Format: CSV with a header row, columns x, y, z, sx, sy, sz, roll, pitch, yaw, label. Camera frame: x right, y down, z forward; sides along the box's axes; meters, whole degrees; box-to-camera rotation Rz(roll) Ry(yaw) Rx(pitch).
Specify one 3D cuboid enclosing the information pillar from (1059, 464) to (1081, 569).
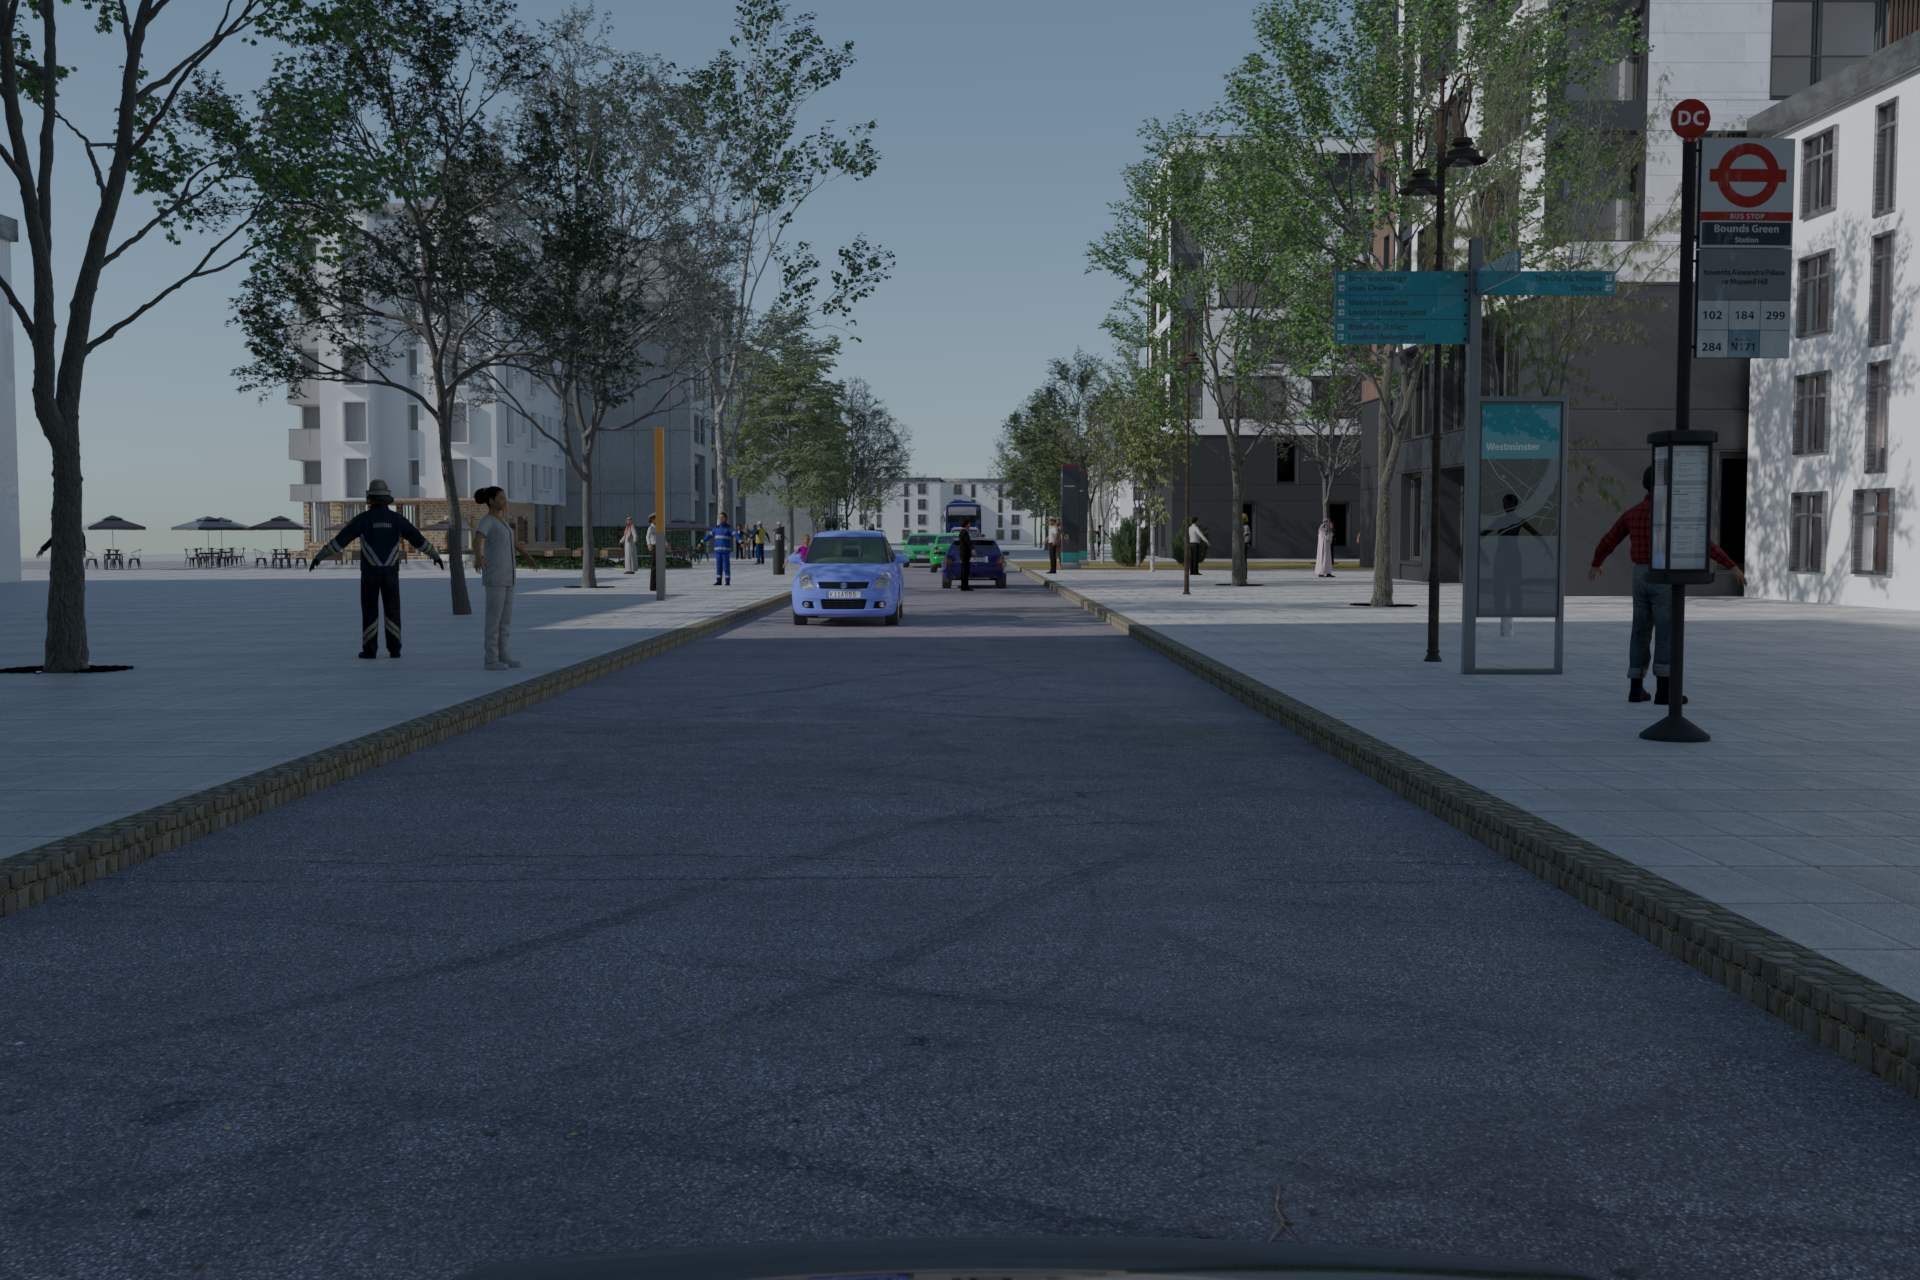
x,y,z,sx,sy,sz,roll,pitch,yaw,label
4.086,-4.576,64.201,0.750,3.857,0.750,0,4,-1,information pillar

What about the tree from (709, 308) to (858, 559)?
x,y,z,sx,sy,sz,roll,pitch,yaw,label
-8.832,-10.386,87.932,7.486,12.596,7.792,0,3,0,tree

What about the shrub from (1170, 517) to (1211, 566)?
x,y,z,sx,sy,sz,roll,pitch,yaw,label
9.188,-3.956,69.098,1.690,2.028,1.600,0,3,0,shrub

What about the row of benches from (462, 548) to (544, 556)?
x,y,z,sx,sy,sz,roll,pitch,yaw,label
-20.166,-3.701,75.967,4.104,0.672,1.422,-1,4,-13,row of benches

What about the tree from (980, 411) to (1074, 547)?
x,y,z,sx,sy,sz,roll,pitch,yaw,label
7.257,-15.677,166.681,12.009,13.543,11.850,0,3,0,tree

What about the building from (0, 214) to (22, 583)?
x,y,z,sx,sy,sz,roll,pitch,yaw,label
-25.901,-5.523,32.445,9.099,9.664,28.070,0,3,0,building

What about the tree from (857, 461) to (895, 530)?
x,y,z,sx,sy,sz,roll,pitch,yaw,label
-8.588,-13.206,166.272,4.737,8.622,4.395,0,3,0,tree

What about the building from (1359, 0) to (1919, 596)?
x,y,z,sx,sy,sz,roll,pitch,yaw,label
26.249,-12.677,51.243,27.936,21.610,32.646,0,3,0,building

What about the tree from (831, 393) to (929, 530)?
x,y,z,sx,sy,sz,roll,pitch,yaw,label
-8.336,-14.697,150.669,12.009,13.543,11.850,0,3,0,tree

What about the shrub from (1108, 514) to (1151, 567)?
x,y,z,sx,sy,sz,roll,pitch,yaw,label
6.685,-3.928,68.258,1.661,2.075,1.752,0,3,0,shrub

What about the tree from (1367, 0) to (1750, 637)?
x,y,z,sx,sy,sz,roll,pitch,yaw,label
6.762,-4.362,21.677,4.360,8.622,3.978,0,3,0,tree

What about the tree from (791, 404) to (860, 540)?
x,y,z,sx,sy,sz,roll,pitch,yaw,label
-8.052,-9.004,97.572,4.737,8.622,4.395,0,3,0,tree

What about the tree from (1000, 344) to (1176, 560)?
x,y,z,sx,sy,sz,roll,pitch,yaw,label
6.454,-9.195,84.756,8.767,10.594,7.601,-1,4,-13,tree

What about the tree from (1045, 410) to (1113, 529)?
x,y,z,sx,sy,sz,roll,pitch,yaw,label
6.380,-9.132,99.675,4.360,8.622,3.978,0,3,0,tree

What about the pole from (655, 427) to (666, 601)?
x,y,z,sx,sy,sz,roll,pitch,yaw,label
-5.750,-2.409,33.227,0.158,3.312,0.155,0,3,0,pole

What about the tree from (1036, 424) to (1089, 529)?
x,y,z,sx,sy,sz,roll,pitch,yaw,label
6.832,-10.057,114.790,4.737,8.622,4.395,0,3,0,tree

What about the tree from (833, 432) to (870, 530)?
x,y,z,sx,sy,sz,roll,pitch,yaw,label
-8.765,-10.499,122.026,4.360,8.622,3.978,0,3,0,tree

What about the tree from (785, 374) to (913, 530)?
x,y,z,sx,sy,sz,roll,pitch,yaw,label
-8.537,-13.565,132.159,12.009,13.543,11.850,0,3,0,tree

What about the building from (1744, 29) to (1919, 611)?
x,y,z,sx,sy,sz,roll,pitch,yaw,label
20.501,-4.839,21.261,9.099,9.664,28.070,0,4,0,building

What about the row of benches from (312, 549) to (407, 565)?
x,y,z,sx,sy,sz,roll,pitch,yaw,label
-25.451,-3.535,73.257,4.104,0.672,1.422,-3,5,-44,row of benches

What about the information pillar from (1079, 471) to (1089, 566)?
x,y,z,sx,sy,sz,roll,pitch,yaw,label
4.890,-4.986,70.897,0.750,3.857,0.750,0,4,0,information pillar

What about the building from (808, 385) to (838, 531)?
x,y,z,sx,sy,sz,roll,pitch,yaw,label
-24.766,-21.707,221.359,16.747,18.905,31.486,0,4,-1,building

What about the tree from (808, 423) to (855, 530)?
x,y,z,sx,sy,sz,roll,pitch,yaw,label
-8.274,-9.607,107.438,4.737,8.622,4.395,0,3,0,tree

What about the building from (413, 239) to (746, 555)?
x,y,z,sx,sy,sz,roll,pitch,yaw,label
-24.892,-15.493,119.766,16.747,18.905,31.486,0,4,-1,building

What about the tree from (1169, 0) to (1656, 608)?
x,y,z,sx,sy,sz,roll,pitch,yaw,label
7.673,-6.399,30.384,9.928,11.665,9.643,0,3,0,tree

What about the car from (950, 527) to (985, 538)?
x,y,z,sx,sy,sz,roll,pitch,yaw,label
0.262,-5.299,95.319,2.281,1.827,5.304,0,4,-1,car

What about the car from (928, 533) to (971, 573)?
x,y,z,sx,sy,sz,roll,pitch,yaw,label
-0.233,-3.466,65.470,1.959,1.807,4.718,0,4,0,car

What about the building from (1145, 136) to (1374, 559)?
x,y,z,sx,sy,sz,roll,pitch,yaw,label
25.007,-15.991,105.435,27.936,21.610,32.646,0,4,0,building

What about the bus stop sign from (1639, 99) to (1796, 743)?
x,y,z,sx,sy,sz,roll,pitch,yaw,label
4.697,-1.347,10.731,0.855,3.939,0.416,0,4,0,bus stop sign

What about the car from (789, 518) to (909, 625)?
x,y,z,sx,sy,sz,roll,pitch,yaw,label
-1.797,-1.149,28.372,1.945,1.707,3.694,0,4,0,car

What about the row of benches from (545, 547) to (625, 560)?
x,y,z,sx,sy,sz,roll,pitch,yaw,label
-16.973,-3.893,79.107,4.104,0.672,1.422,-3,5,-44,row of benches

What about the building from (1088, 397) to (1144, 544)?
x,y,z,sx,sy,sz,roll,pitch,yaw,label
26.658,-22.323,231.436,16.747,18.905,31.486,0,4,0,building

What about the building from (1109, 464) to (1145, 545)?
x,y,z,sx,sy,sz,roll,pitch,yaw,label
22.355,-15.416,194.201,9.099,9.664,28.070,0,3,0,building

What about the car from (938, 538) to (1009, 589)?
x,y,z,sx,sy,sz,roll,pitch,yaw,label
0.374,-2.099,46.892,1.945,1.354,3.894,0,3,0,car

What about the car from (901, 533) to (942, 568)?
x,y,z,sx,sy,sz,roll,pitch,yaw,label
-1.583,-4.065,75.258,1.959,1.807,4.718,0,4,-1,car

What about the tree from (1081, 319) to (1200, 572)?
x,y,z,sx,sy,sz,roll,pitch,yaw,label
6.349,-6.616,58.538,4.737,8.622,4.395,0,3,0,tree

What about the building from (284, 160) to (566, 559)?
x,y,z,sx,sy,sz,roll,pitch,yaw,label
-28.185,-14.221,88.940,16.016,20.090,11.380,0,3,0,building

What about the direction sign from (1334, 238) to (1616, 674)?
x,y,z,sx,sy,sz,roll,pitch,yaw,label
4.653,-1.617,15.195,2.525,3.948,1.411,0,4,0,direction sign

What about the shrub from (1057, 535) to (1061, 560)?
x,y,z,sx,sy,sz,roll,pitch,yaw,label
4.998,-4.576,79.233,1.690,2.028,1.600,0,3,0,shrub

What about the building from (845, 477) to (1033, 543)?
x,y,z,sx,sy,sz,roll,pitch,yaw,label
-3.017,-19.091,256.746,28.070,9.664,9.099,0,4,-2,building

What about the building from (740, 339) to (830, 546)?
x,y,z,sx,sy,sz,roll,pitch,yaw,label
-24.864,-22.319,195.847,19.493,23.208,18.063,0,4,0,building

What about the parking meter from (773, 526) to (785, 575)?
x,y,z,sx,sy,sz,roll,pitch,yaw,label
-5.707,-2.822,54.558,0.372,1.533,0.369,0,3,0,parking meter

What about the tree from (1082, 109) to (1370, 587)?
x,y,z,sx,sy,sz,roll,pitch,yaw,label
6.817,-7.152,42.692,9.928,11.665,9.643,0,3,0,tree
